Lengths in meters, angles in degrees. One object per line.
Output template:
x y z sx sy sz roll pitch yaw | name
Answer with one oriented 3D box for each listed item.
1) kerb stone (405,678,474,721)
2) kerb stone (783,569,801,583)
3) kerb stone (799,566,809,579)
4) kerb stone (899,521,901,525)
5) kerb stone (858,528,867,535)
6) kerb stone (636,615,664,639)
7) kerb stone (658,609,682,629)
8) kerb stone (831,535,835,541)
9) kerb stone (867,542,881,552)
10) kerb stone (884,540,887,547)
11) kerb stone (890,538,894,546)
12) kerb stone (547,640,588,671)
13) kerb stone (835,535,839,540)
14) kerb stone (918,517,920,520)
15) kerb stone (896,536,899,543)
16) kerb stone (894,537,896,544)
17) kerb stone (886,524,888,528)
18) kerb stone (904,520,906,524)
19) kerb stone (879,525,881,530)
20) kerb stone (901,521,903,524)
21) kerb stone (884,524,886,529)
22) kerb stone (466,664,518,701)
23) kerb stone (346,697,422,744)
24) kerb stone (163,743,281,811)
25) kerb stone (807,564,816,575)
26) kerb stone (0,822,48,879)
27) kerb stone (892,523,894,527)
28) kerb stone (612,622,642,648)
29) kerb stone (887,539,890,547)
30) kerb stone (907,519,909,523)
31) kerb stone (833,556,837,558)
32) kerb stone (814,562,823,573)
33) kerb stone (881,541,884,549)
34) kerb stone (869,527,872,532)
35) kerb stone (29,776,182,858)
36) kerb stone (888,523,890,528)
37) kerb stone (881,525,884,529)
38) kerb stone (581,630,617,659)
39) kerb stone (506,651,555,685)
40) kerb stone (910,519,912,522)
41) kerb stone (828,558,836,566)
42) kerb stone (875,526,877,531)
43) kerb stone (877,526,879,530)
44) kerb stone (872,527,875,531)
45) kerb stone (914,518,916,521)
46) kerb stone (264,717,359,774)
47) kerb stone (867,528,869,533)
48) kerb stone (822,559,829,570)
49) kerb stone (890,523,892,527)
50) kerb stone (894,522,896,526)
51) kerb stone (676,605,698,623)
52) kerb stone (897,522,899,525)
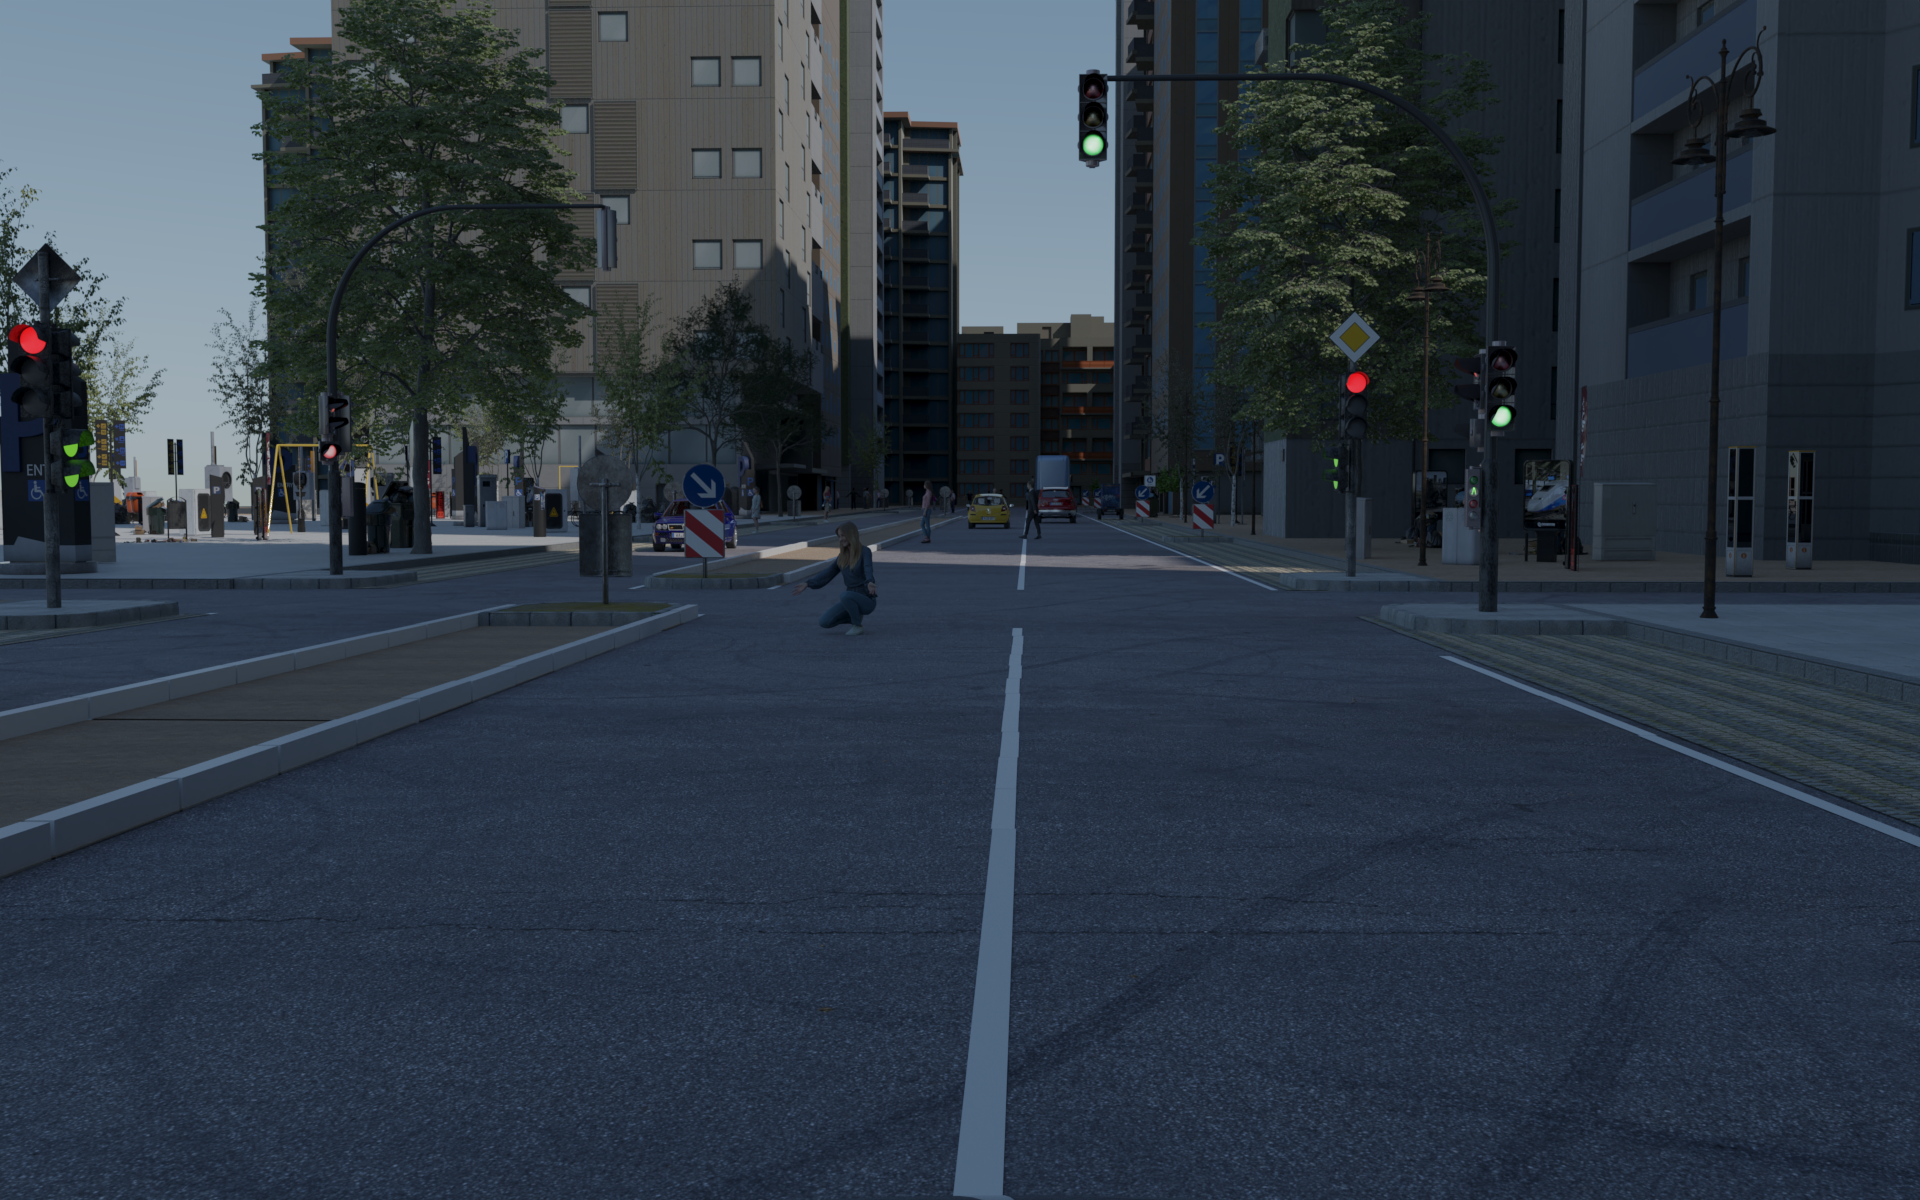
-3.441 0.660 11.407 0.120 0.150 1.000 0 4 2 | kerb stone
-2.769 -0.373 28.315 0.120 0.150 1.000 0 4 2 | kerb stone
-2.729 -0.432 29.348 0.120 0.150 1.000 0 4 2 | kerb stone
-2.893 -3.445 78.586 0.120 0.150 1.000 0 4 2 | kerb stone
-3.536 -2.440 62.181 0.120 0.150 1.000 0 4 2 | kerb stone
-3.192 0.284 17.548 0.120 0.150 1.000 0 4 2 | kerb stone
-3.164 0.227 18.570 0.120 0.150 1.000 0 4 2 | kerb stone
-3.947 -1.819 51.933 0.120 0.150 1.000 0 4 2 | kerb stone
-2.166 -1.312 43.674 0.120 0.150 1.000 0 4 2 | kerb stone
-2.087 -1.439 45.720 0.120 0.150 1.000 0 4 2 | kerb stone
-2.001 -1.565 47.779 0.120 0.150 1.000 0 4 2 | kerb stone
-3.318 0.472 14.482 0.120 0.150 1.000 0 4 2 | kerb stone
-3.905 -1.879 52.954 0.120 0.150 1.000 0 4 2 | kerb stone
-2.371 -4.262 91.893 0.120 0.150 1.000 0 4 2 | kerb stone
-1.931 -1.690 49.833 0.120 0.150 1.000 0 4 2 | kerb stone
-1.964 -1.627 48.803 0.120 0.150 1.000 0 4 2 | kerb stone
-3.180 -3.011 71.422 0.120 0.150 1.000 0 4 2 | kerb stone
-2.774 -3.634 81.657 0.120 0.150 1.000 0 4 2 | kerb stone
-3.300 -2.822 68.342 0.120 0.150 1.000 0 4 2 | kerb stone
-2.851 -3.509 79.613 0.120 0.150 1.000 0 4 2 | kerb stone
-3.213 -2.938 70.387 0.120 0.150 1.000 0 4 2 | kerb stone
-3.397 0.603 12.431 0.120 0.150 1.000 0 4 2 | kerb stone
-3.479 0.728 10.383 0.120 0.150 1.000 0 4 2 | kerb stone
-3.556 0.848 8.333 0.120 0.150 1.000 0 4 2 | kerb stone
-2.695 -0.500 30.372 0.120 0.150 1.000 0 4 2 | kerb stone
-3.636 0.974 6.277 0.120 0.150 1.000 0 4 2 | kerb stone
-3.058 -3.198 74.488 0.120 0.150 1.000 0 4 2 | kerb stone
-3.233 0.347 16.524 0.120 0.150 1.000 0 4 2 | kerb stone
-2.046 -1.500 46.754 0.120 0.150 1.000 0 4 2 | kerb stone
-2.689 -3.761 83.700 0.120 0.150 1.000 0 4 2 | kerb stone
-2.530 -0.750 34.459 0.120 0.150 1.000 0 4 2 | kerb stone
-2.653 -0.559 31.393 0.120 0.150 1.000 0 4 2 | kerb stone
-2.125 -1.372 44.697 0.120 0.150 1.000 0 4 2 | kerb stone
-3.462 -2.565 64.226 0.120 0.150 1.000 0 4 2 | kerb stone
-3.600 0.910 7.312 0.120 0.150 1.000 0 4 2 | kerb stone
-3.138 -3.073 72.445 0.120 0.150 1.000 0 4 2 | kerb stone
-3.259 -2.885 69.365 0.120 0.150 1.000 0 4 2 | kerb stone
-3.276 0.409 15.503 0.120 0.150 1.000 0 4 2 | kerb stone
-3.361 0.534 13.459 0.120 0.150 1.000 0 4 2 | kerb stone
-2.616 -3.880 85.753 0.120 0.150 1.000 0 4 2 | kerb stone
-2.565 -0.678 33.438 0.120 0.150 1.000 0 4 2 | kerb stone
-3.374 -2.696 66.282 0.120 0.150 1.000 0 4 2 | kerb stone
-3.344 -2.760 67.315 0.120 0.150 1.000 0 4 2 | kerb stone
-3.418 -2.632 65.259 0.120 0.150 1.000 0 4 2 | kerb stone
-2.486 -4.069 88.827 0.120 0.150 1.000 0 4 2 | kerb stone
-3.515 0.785 9.361 0.120 0.150 1.000 0 4 2 | kerb stone
-3.501 -2.508 63.203 0.120 0.150 1.000 0 4 2 | kerb stone
-2.614 -0.625 32.416 0.120 0.150 1.000 0 4 2 | kerb stone
-3.101 -3.135 73.467 0.120 0.150 1.000 0 4 2 | kerb stone
-3.018 -3.261 75.510 0.120 0.150 1.000 0 4 2 | kerb stone
-3.116 0.159 19.591 0.120 0.150 1.000 0 4 2 | kerb stone
-2.929 -3.386 77.558 0.120 0.150 1.000 0 4 2 | kerb stone
